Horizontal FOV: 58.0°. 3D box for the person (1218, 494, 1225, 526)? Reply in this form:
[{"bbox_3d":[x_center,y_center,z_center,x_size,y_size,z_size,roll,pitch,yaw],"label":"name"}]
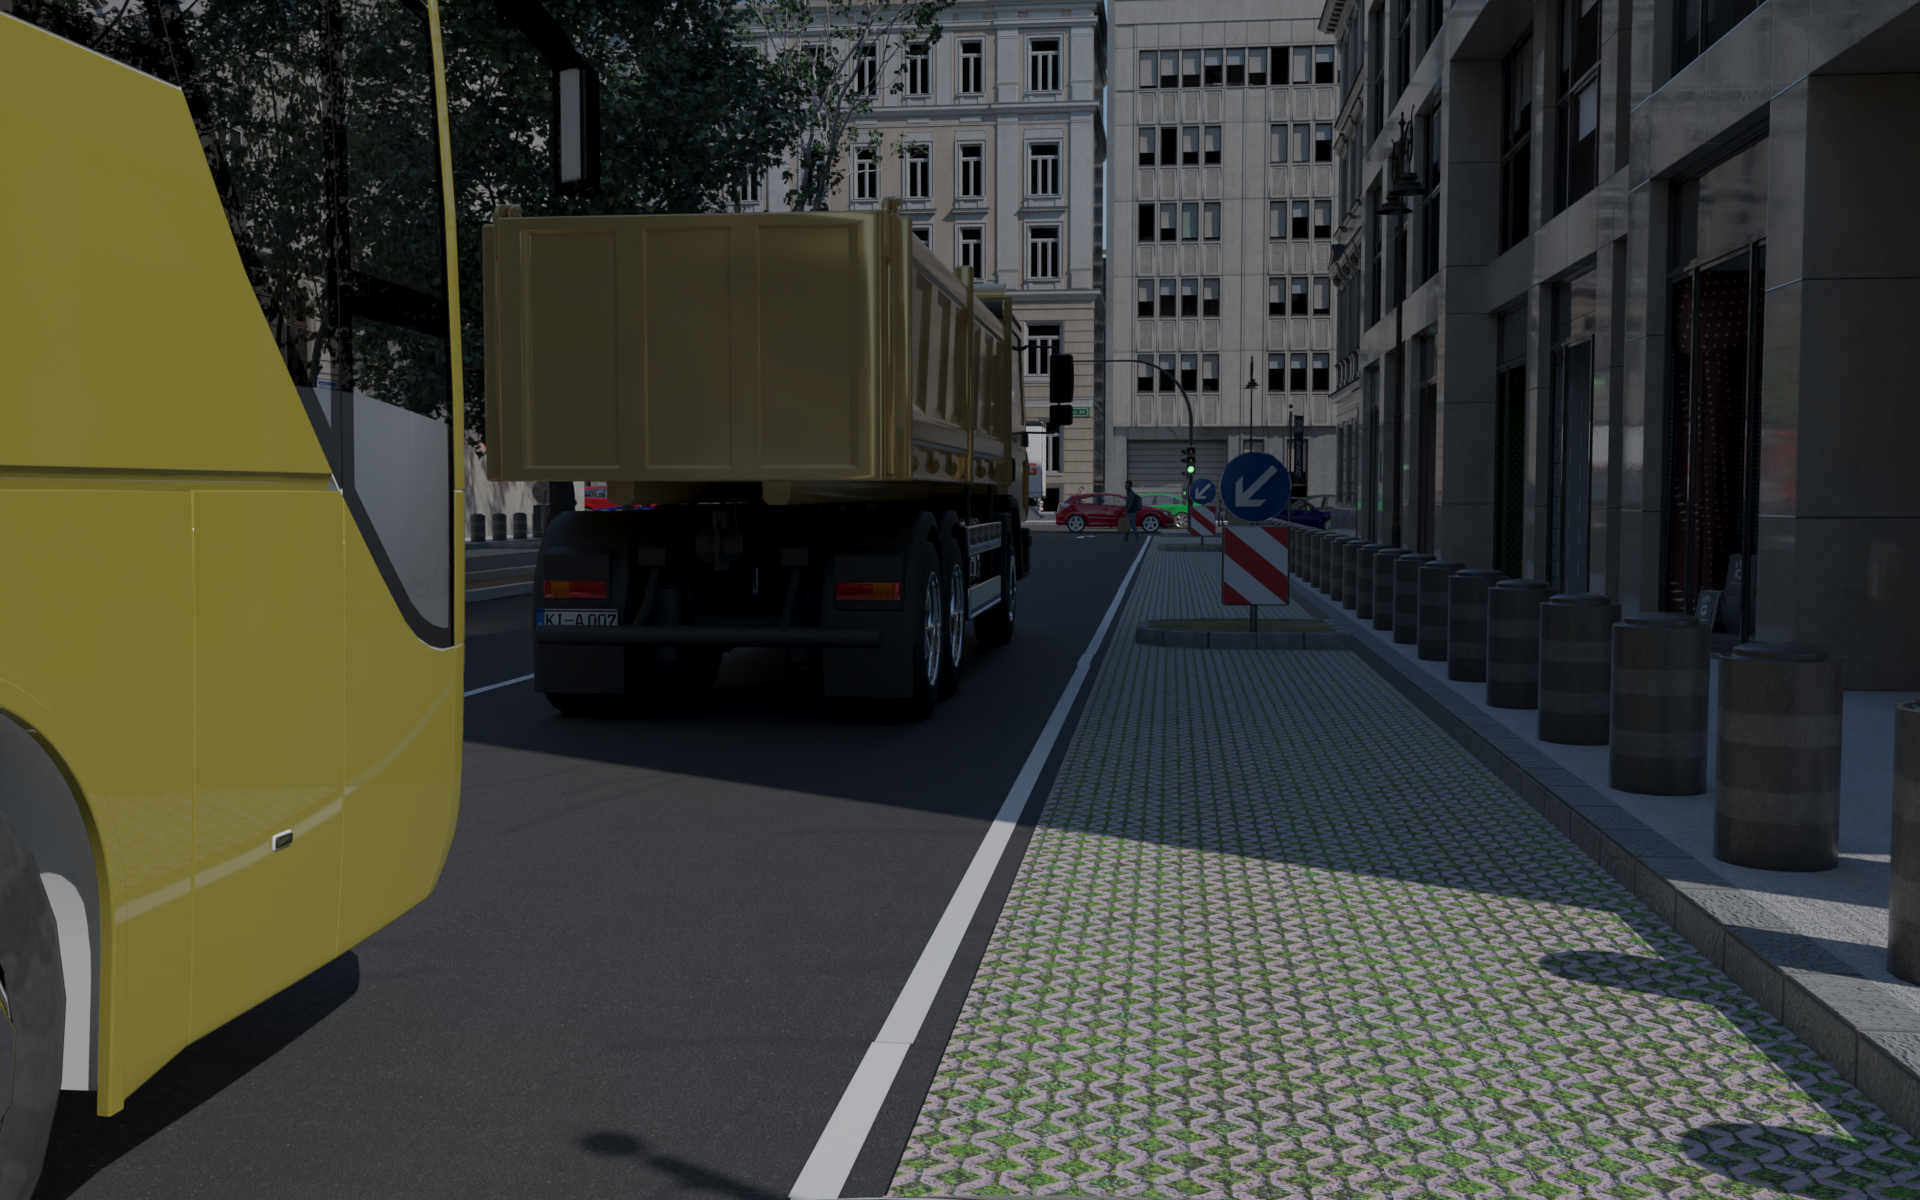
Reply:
[{"bbox_3d":[11.664,-4.118,76.652,0.431,1.722,0.655,2,4,29],"label":"person"}]

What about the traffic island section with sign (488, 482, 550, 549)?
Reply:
[{"bbox_3d":[-11.121,-2.263,45.628,1.989,1.847,2.006,0,4,7],"label":"traffic island section with sign"}]

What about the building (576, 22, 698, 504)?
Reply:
[{"bbox_3d":[-27.827,-19.183,91.131,29.804,29.767,11.434,0,4,7],"label":"building"}]

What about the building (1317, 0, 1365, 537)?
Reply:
[{"bbox_3d":[15.587,-11.095,46.024,10.561,19.102,19.286,0,4,7],"label":"building"}]

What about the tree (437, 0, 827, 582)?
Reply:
[{"bbox_3d":[-6.434,-6.625,27.781,9.611,12.733,9.660,0,3,0],"label":"tree"}]

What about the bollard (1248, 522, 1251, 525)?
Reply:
[{"bbox_3d":[7.185,-1.641,41.542,0.404,0.777,0.398,0,3,0],"label":"bollard"}]

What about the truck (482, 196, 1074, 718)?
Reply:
[{"bbox_3d":[-0.966,-1.154,14.800,3.469,3.379,9.791,0,4,7],"label":"truck"}]

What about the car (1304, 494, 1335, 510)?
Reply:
[{"bbox_3d":[13.498,-3.422,65.738,4.222,1.686,2.009,0,4,8],"label":"car"}]

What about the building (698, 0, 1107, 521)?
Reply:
[{"bbox_3d":[-2.507,-18.537,88.983,20.117,28.700,13.634,0,4,7],"label":"building"}]

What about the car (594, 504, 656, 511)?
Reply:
[{"bbox_3d":[-13.995,-3.830,75.208,3.894,1.354,1.945,0,4,5],"label":"car"}]

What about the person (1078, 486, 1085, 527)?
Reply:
[{"bbox_3d":[5.255,-4.109,76.027,0.599,1.781,0.374,1,4,19],"label":"person"}]

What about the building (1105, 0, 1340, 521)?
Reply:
[{"bbox_3d":[17.488,-16.425,86.573,19.932,24.808,12.078,0,4,7],"label":"building"}]

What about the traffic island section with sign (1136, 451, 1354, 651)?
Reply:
[{"bbox_3d":[2.718,-0.500,16.810,1.989,1.847,2.006,0,4,7],"label":"traffic island section with sign"}]

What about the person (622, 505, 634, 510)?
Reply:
[{"bbox_3d":[-9.389,-2.533,49.271,0.474,1.900,0.648,-2,4,-25],"label":"person"}]

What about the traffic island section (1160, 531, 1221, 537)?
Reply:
[{"bbox_3d":[7.789,-2.216,58.516,2.009,0.180,2.903,0,4,7],"label":"traffic island section"}]

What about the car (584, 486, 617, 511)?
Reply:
[{"bbox_3d":[-15.386,-4.325,79.392,5.304,1.827,2.281,0,4,5],"label":"car"}]

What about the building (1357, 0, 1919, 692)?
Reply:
[{"bbox_3d":[16.116,-13.110,18.871,19.350,26.468,34.151,0,4,7],"label":"building"}]

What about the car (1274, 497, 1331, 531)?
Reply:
[{"bbox_3d":[11.984,-3.007,61.752,3.894,1.354,1.945,0,4,7],"label":"car"}]

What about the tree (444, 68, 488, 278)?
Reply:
[{"bbox_3d":[-7.818,-4.148,20.634,4.360,8.622,3.978,0,3,0],"label":"tree"}]

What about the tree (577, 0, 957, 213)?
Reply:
[{"bbox_3d":[-5.527,-11.406,44.837,12.611,20.169,13.585,0,3,0],"label":"tree"}]

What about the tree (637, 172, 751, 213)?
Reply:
[{"bbox_3d":[-5.771,-5.080,35.879,4.360,8.622,3.978,0,3,0],"label":"tree"}]

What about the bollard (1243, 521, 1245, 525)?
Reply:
[{"bbox_3d":[7.548,-1.823,44.522,0.404,0.777,0.398,0,3,0],"label":"bollard"}]

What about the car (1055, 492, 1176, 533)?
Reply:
[{"bbox_3d":[5.803,-3.403,64.685,4.494,1.783,2.155,0,4,5],"label":"car"}]

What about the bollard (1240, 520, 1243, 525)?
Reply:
[{"bbox_3d":[7.729,-1.914,46.011,0.404,0.777,0.398,0,3,0],"label":"bollard"}]

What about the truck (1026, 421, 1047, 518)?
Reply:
[{"bbox_3d":[-2.303,-4.824,67.787,11.283,4.237,2.839,0,4,6],"label":"truck"}]

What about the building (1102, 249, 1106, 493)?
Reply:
[{"bbox_3d":[12.440,-34.605,257.674,23.993,40.220,32.217,0,4,7],"label":"building"}]

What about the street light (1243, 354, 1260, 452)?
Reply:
[{"bbox_3d":[9.629,-5.169,57.308,0.468,5.910,1.993,0,4,7],"label":"street light"}]

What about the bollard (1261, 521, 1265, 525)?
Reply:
[{"bbox_3d":[6.464,-1.277,35.602,0.404,0.777,0.398,0,3,0],"label":"bollard"}]

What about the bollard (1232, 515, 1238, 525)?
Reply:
[{"bbox_3d":[8.454,-2.276,51.934,0.404,0.777,0.398,0,3,0],"label":"bollard"}]

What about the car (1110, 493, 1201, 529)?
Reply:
[{"bbox_3d":[7.812,-3.854,71.812,4.718,1.807,1.959,0,4,5],"label":"car"}]

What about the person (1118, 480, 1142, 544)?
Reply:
[{"bbox_3d":[4.849,-2.510,49.529,0.713,1.824,0.794,1,4,18],"label":"person"}]

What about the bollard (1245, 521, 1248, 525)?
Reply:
[{"bbox_3d":[7.366,-1.732,43.039,0.404,0.777,0.398,0,3,0],"label":"bollard"}]

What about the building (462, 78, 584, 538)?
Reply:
[{"bbox_3d":[-22.185,-12.322,56.210,16.860,20.320,10.420,0,4,7],"label":"building"}]

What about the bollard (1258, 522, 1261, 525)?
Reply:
[{"bbox_3d":[6.644,-1.368,37.086,0.404,0.777,0.398,0,3,0],"label":"bollard"}]

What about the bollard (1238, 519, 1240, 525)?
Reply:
[{"bbox_3d":[7.913,-2.005,47.491,0.404,0.777,0.398,0,3,0],"label":"bollard"}]

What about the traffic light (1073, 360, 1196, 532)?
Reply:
[{"bbox_3d":[5.663,-5.128,58.518,4.771,5.953,1.251,0,4,7],"label":"traffic light"}]

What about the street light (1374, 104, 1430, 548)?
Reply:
[{"bbox_3d":[5.347,-2.955,21.108,0.468,5.910,1.993,0,4,7],"label":"street light"}]
